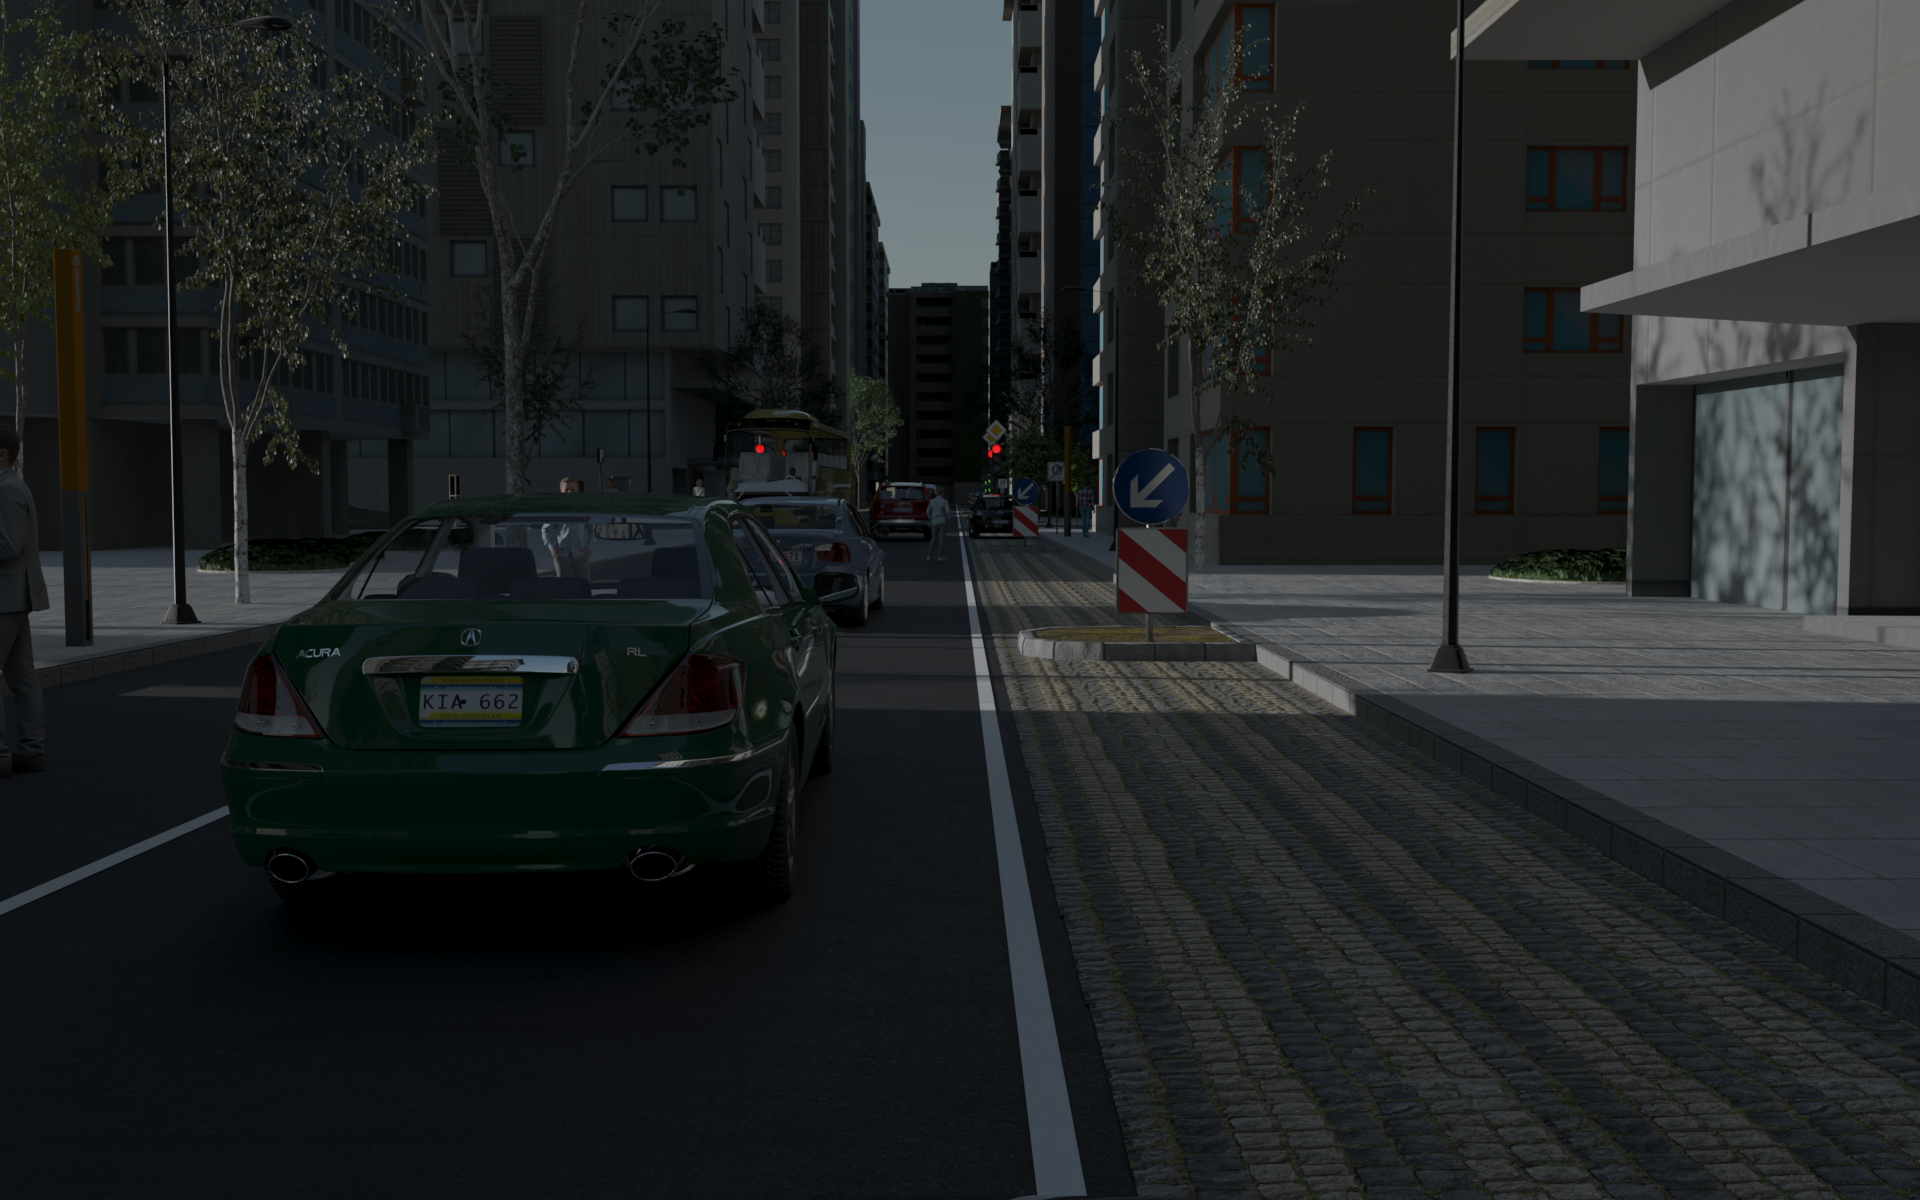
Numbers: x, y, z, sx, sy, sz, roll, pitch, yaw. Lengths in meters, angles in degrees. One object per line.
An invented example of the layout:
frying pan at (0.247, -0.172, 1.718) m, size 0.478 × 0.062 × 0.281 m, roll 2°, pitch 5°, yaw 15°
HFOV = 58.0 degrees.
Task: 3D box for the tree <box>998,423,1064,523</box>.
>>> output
tree at (3.397, -5.781, 78.232) m, size 4.285 × 4.588 × 4.351 m, roll 0°, pitch 3°, yaw 0°

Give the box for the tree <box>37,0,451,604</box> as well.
tree at (-8.177, -4.266, 20.110) m, size 4.360 × 8.622 × 3.978 m, roll 0°, pitch 3°, yaw 0°

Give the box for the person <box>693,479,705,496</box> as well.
person at (-9.898, -3.661, 65.778) m, size 0.514 × 1.842 × 0.818 m, roll 0°, pitch 4°, yaw 1°

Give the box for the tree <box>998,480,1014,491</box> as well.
tree at (3.560, -6.593, 102.393) m, size 1.663 × 3.219 × 1.824 m, roll 0°, pitch 3°, yaw 0°

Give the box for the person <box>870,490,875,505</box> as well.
person at (-9.383, -10.868, 184.454) m, size 1.217 × 1.735 × 0.721 m, roll -1°, pitch 4°, yaw -14°

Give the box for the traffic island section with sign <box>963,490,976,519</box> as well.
traffic island section with sign at (1.311, -5.484, 98.288) m, size 1.989 × 1.847 × 2.006 m, roll 0°, pitch 4°, yaw 0°

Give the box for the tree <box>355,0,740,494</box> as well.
tree at (-7.911, -10.877, 33.720) m, size 12.611 × 20.169 × 13.585 m, roll 0°, pitch 3°, yaw 0°

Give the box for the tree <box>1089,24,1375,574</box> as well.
tree at (4.069, -4.725, 27.623) m, size 4.360 × 8.622 × 3.978 m, roll 0°, pitch 3°, yaw 0°

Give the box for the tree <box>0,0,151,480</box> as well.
tree at (-13.424, -4.507, 24.047) m, size 4.737 × 8.622 × 4.395 m, roll 0°, pitch 3°, yaw 0°

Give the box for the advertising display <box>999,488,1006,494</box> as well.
advertising display at (2.909, -6.971, 119.191) m, size 0.123 × 1.923 × 0.974 m, roll 1°, pitch 4°, yaw 22°

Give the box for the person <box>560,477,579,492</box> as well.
person at (-3.983, -0.455, 17.748) m, size 0.589 × 1.601 × 0.330 m, roll -1°, pitch 4°, yaw -9°

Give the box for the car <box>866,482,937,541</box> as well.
car at (-1.819, -2.798, 54.423) m, size 2.281 × 1.827 × 5.304 m, roll 0°, pitch 4°, yaw -2°

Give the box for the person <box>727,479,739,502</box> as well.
person at (-5.719, -2.129, 43.489) m, size 0.728 × 1.800 × 0.709 m, roll 0°, pitch 4°, yaw -6°

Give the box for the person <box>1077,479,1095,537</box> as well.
person at (3.749, -2.738, 51.647) m, size 0.563 × 1.720 × 0.643 m, roll 2°, pitch 4°, yaw 32°

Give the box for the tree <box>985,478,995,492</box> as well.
tree at (3.896, -14.163, 226.172) m, size 1.663 × 3.219 × 1.824 m, roll 0°, pitch 3°, yaw 0°

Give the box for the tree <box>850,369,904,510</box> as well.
tree at (-8.418, -13.253, 142.439) m, size 9.928 × 11.665 × 9.643 m, roll 0°, pitch 3°, yaw 0°

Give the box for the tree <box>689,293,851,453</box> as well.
tree at (-8.511, -8.946, 80.687) m, size 7.601 × 10.594 × 8.767 m, roll 1°, pitch 4°, yaw 16°

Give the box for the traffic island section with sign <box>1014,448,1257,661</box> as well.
traffic island section with sign at (1.541, -0.433, 15.706) m, size 1.989 × 1.847 × 2.006 m, roll 0°, pitch 4°, yaw 0°

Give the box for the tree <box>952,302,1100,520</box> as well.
tree at (3.779, -9.204, 84.901) m, size 8.767 × 10.594 × 7.601 m, roll 0°, pitch 4°, yaw 1°

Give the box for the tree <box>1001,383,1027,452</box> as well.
tree at (4.449, -10.025, 114.264) m, size 4.360 × 8.622 × 3.978 m, roll 0°, pitch 3°, yaw 0°

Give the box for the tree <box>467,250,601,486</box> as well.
tree at (-13.385, -6.305, 53.453) m, size 4.360 × 8.622 × 3.978 m, roll 0°, pitch 3°, yaw 0°

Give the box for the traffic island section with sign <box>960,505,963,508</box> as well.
traffic island section with sign at (1.217, -7.196, 126.282) m, size 1.989 × 1.847 × 2.006 m, roll 0°, pitch 4°, yaw 0°

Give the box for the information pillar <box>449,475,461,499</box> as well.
information pillar at (-19.366, -3.788, 66.432) m, size 0.304 × 2.012 × 0.304 m, roll 1°, pitch 4°, yaw 20°

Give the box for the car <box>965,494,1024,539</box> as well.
car at (1.185, -2.845, 56.296) m, size 2.009 × 1.686 × 4.222 m, roll 0°, pitch 4°, yaw -2°

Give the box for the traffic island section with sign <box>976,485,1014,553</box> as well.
traffic island section with sign at (1.475, -2.082, 42.661) m, size 1.989 × 1.847 × 2.006 m, roll 0°, pitch 4°, yaw 0°

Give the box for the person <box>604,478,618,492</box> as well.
person at (-9.858, -2.564, 48.718) m, size 0.760 × 1.731 × 0.466 m, roll 3°, pitch 4°, yaw 38°

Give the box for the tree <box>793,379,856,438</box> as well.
tree at (-8.694, -9.606, 107.417) m, size 4.360 × 8.622 × 3.978 m, roll 0°, pitch 3°, yaw 0°

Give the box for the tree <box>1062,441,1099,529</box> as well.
tree at (4.434, -4.220, 63.605) m, size 1.663 × 3.219 × 1.824 m, roll 0°, pitch 3°, yaw 0°

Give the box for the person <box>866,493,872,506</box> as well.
person at (-9.611, -10.610, 182.754) m, size 0.697 × 1.427 × 0.421 m, roll 1°, pitch 4°, yaw 11°

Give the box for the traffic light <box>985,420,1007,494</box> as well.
traffic light at (1.353, -4.687, 65.554) m, size 0.839 × 4.253 × 0.868 m, roll 0°, pitch 4°, yaw 0°

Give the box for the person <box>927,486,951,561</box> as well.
person at (-0.439, -1.650, 37.289) m, size 0.589 × 1.601 × 0.330 m, roll 2°, pitch 4°, yaw 33°

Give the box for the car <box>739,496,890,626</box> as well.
car at (-1.851, -0.497, 20.130) m, size 2.014 × 1.417 × 4.499 m, roll 0°, pitch 4°, yaw 1°

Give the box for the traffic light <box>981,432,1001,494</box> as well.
traffic light at (1.329, -5.175, 73.539) m, size 0.839 × 4.253 × 0.868 m, roll 0°, pitch 4°, yaw 0°

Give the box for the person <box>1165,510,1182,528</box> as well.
person at (3.834, -1.504, 30.978) m, size 0.444 × 1.785 × 0.601 m, roll 1°, pitch 4°, yaw 20°

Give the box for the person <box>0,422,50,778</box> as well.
person at (-4.963, -0.007, 8.808) m, size 0.583 × 1.804 × 0.606 m, roll -2°, pitch 4°, yaw -32°
